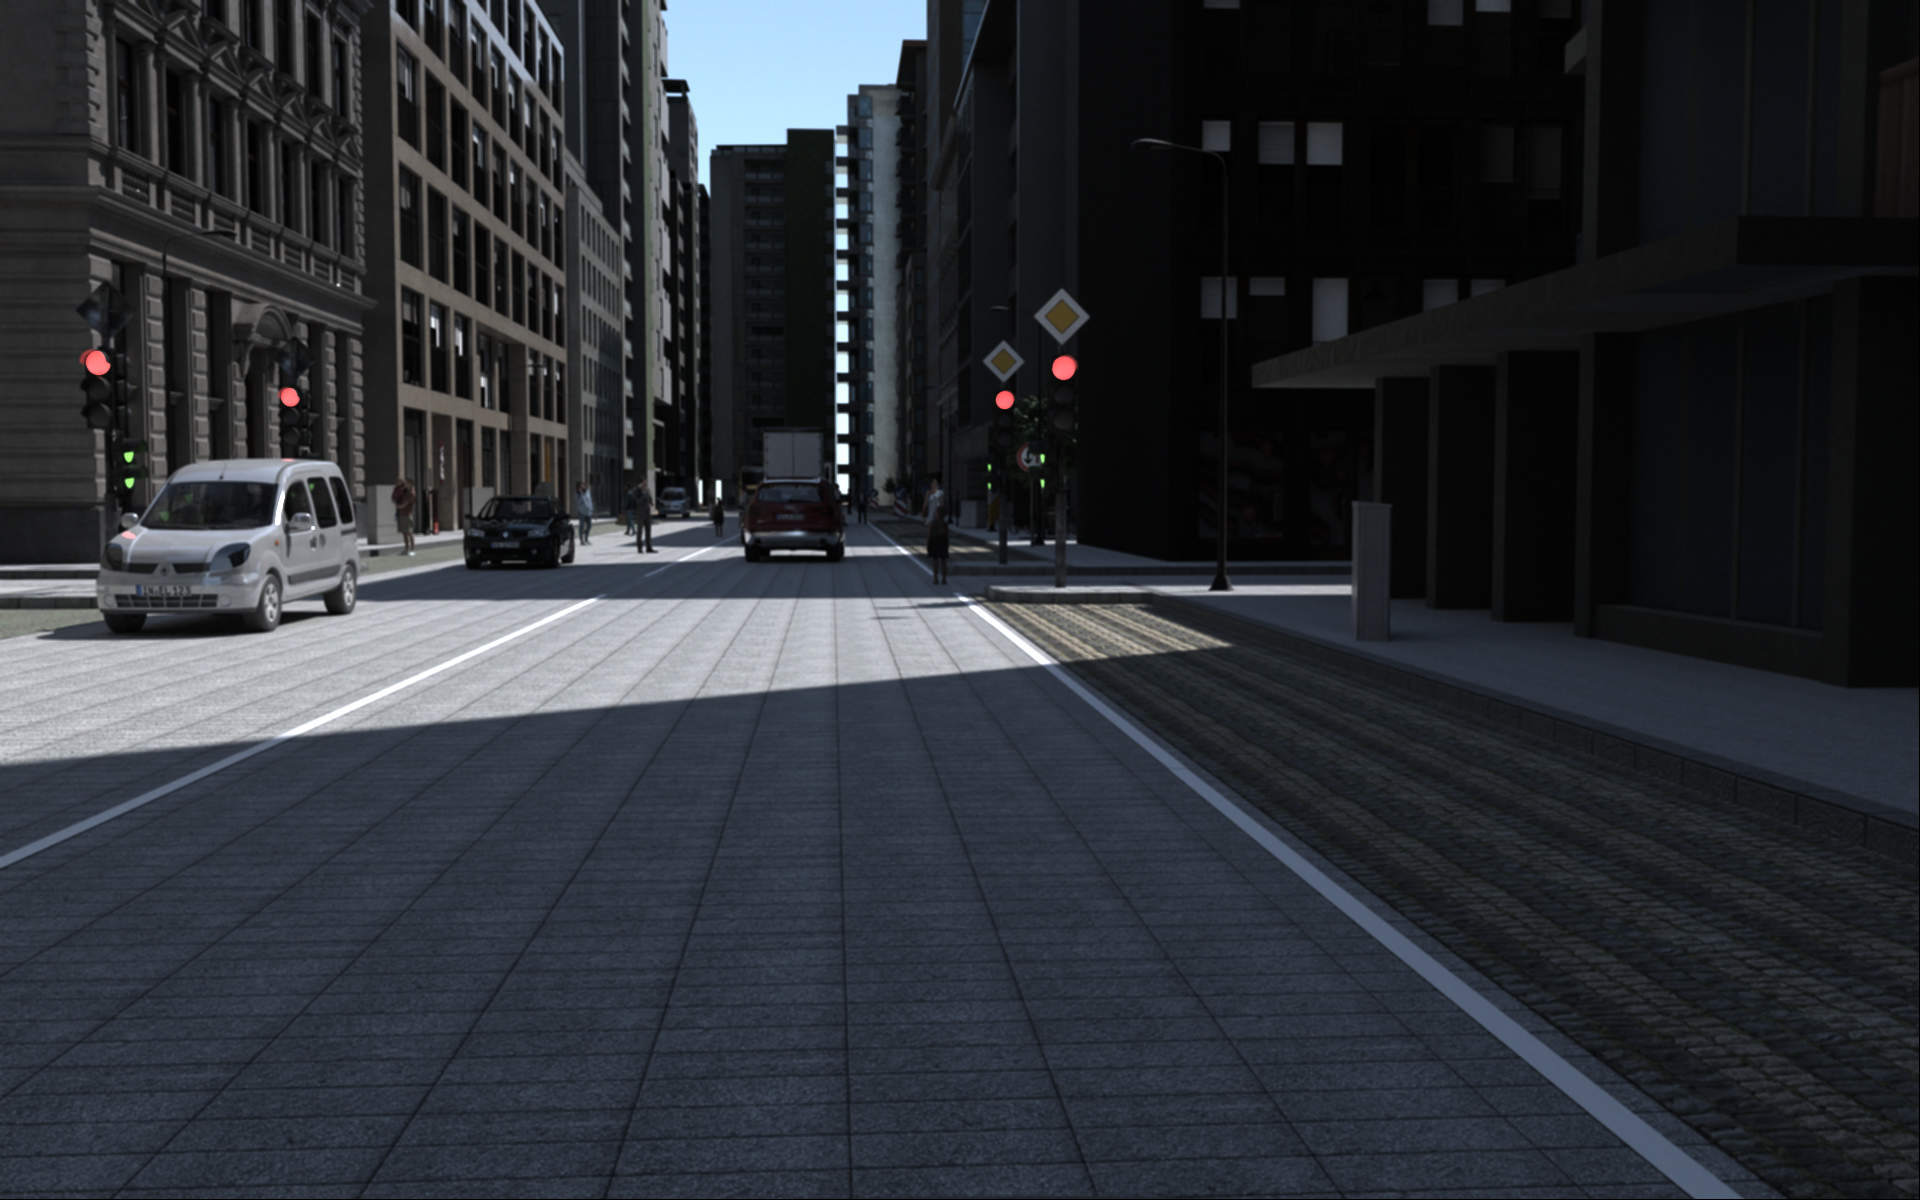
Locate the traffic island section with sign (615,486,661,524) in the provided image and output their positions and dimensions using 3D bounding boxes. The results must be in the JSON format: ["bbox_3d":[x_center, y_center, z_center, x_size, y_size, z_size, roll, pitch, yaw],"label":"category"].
[{"bbox_3d":[-15.290,-4.507,82.315,1.989,1.847,2.006,0,4,-4],"label":"traffic island section with sign"}]

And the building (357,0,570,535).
[{"bbox_3d":[-27.717,-16.095,67.672,19.350,26.468,34.151,0,4,-4],"label":"building"}]

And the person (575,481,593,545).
[{"bbox_3d":[-10.506,-2.424,48.394,0.793,1.790,0.793,0,4,3],"label":"person"}]

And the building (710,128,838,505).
[{"bbox_3d":[-21.060,-31.387,196.767,14.086,41.232,14.154,0,4,-4],"label":"building"}]

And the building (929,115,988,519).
[{"bbox_3d":[4.347,-16.396,96.953,11.050,23.489,19.941,0,4,-4],"label":"building"}]

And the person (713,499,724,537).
[{"bbox_3d":[-8.063,-2.730,57.813,0.362,1.253,0.373,0,4,-2],"label":"person"}]

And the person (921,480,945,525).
[{"bbox_3d":[-0.704,-2.252,45.412,0.616,1.811,0.778,1,4,11],"label":"person"}]

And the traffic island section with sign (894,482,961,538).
[{"bbox_3d":[-1.029,-2.932,56.564,1.989,1.847,2.006,0,4,-4],"label":"traffic island section with sign"}]

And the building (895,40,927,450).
[{"bbox_3d":[4.996,-31.381,167.697,22.147,44.769,28.867,0,4,-4],"label":"building"}]

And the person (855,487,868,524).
[{"bbox_3d":[-4.712,-4.551,83.302,0.661,1.777,0.834,-1,4,-19],"label":"person"}]

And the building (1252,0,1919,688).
[{"bbox_3d":[15.633,-21.634,8.344,22.147,44.769,28.867,0,4,-4],"label":"building"}]

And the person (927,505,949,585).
[{"bbox_3d":[-0.349,-0.872,27.432,0.362,1.253,0.373,0,4,-8],"label":"person"}]

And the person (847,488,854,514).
[{"bbox_3d":[-7.766,-6.956,122.194,0.705,1.831,1.348,-1,4,-23],"label":"person"}]

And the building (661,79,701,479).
[{"bbox_3d":[-33.275,-29.935,173.035,14.086,41.232,14.154,0,4,-4],"label":"building"}]

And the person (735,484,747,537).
[{"bbox_3d":[-7.278,-2.968,57.601,0.524,1.755,0.480,1,4,9],"label":"person"}]

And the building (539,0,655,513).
[{"bbox_3d":[-27.612,-26.173,111.525,14.154,41.232,14.086,0,4,-4],"label":"building"}]

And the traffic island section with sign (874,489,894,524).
[{"bbox_3d":[-3.017,-4.583,83.552,1.989,1.847,2.006,0,4,-4],"label":"traffic island section with sign"}]

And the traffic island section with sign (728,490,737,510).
[{"bbox_3d":[-21.092,-9.289,160.497,1.989,1.847,2.006,0,4,-4],"label":"traffic island section with sign"}]

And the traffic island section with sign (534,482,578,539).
[{"bbox_3d":[-13.298,-2.861,55.403,1.989,1.847,2.006,0,4,-4],"label":"traffic island section with sign"}]

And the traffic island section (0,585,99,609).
[{"bbox_3d":[-11.204,-0.037,22.880,2.009,0.180,2.903,0,4,-4],"label":"traffic island section"}]

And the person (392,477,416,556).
[{"bbox_3d":[-12.890,-1.942,40.220,0.580,1.828,0.573,0,4,0],"label":"person"}]

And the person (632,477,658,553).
[{"bbox_3d":[-7.607,-2.061,42.007,0.447,1.846,0.655,2,4,35],"label":"person"}]

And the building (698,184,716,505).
[{"bbox_3d":[-40.833,-31.346,204.383,23.993,40.220,32.217,0,4,-4],"label":"building"}]

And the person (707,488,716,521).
[{"bbox_3d":[-13.139,-5.066,91.877,0.362,1.759,0.519,3,4,36],"label":"person"}]

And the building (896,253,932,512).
[{"bbox_3d":[9.212,-18.022,139.693,27.650,21.520,28.899,0,4,-4],"label":"building"}]

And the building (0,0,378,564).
[{"bbox_3d":[-21.316,-12.919,40.096,11.050,23.489,19.941,0,4,-4],"label":"building"}]

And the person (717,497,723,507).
[{"bbox_3d":[-14.644,-5.655,105.644,0.352,1.250,0.332,-2,4,-27],"label":"person"}]

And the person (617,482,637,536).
[{"bbox_3d":[-11.277,-3.083,58.896,0.713,1.824,0.794,2,4,27],"label":"person"}]

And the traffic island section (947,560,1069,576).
[{"bbox_3d":[0.813,-0.580,31.770,2.009,0.180,2.903,0,4,-4],"label":"traffic island section"}]

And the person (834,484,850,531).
[{"bbox_3d":[-4.645,-3.592,67.075,0.795,1.843,0.661,0,4,6],"label":"person"}]

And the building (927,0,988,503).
[{"bbox_3d":[5.053,-28.539,116.719,14.600,45.320,14.200,0,4,-4],"label":"building"}]

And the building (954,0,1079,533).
[{"bbox_3d":[7.882,-15.440,71.516,14.314,24.678,30.058,0,4,-4],"label":"building"}]

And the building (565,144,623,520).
[{"bbox_3d":[-24.611,-14.621,93.800,10.420,20.320,16.860,0,4,-4],"label":"building"}]

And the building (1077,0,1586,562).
[{"bbox_3d":[11.369,-12.787,38.742,15.834,23.373,12.332,0,4,-4],"label":"building"}]

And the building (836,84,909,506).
[{"bbox_3d":[0.801,-35.674,202.881,30.456,49.044,23.786,0,4,-4],"label":"building"}]

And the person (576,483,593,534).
[{"bbox_3d":[-13.493,-3.267,61.940,0.581,1.822,0.654,1,4,21],"label":"person"}]

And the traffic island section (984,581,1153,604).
[{"bbox_3d":[1.403,-0.093,23.807,2.009,0.180,2.903,0,4,-4],"label":"traffic island section"}]

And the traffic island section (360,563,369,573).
[{"bbox_3d":[-11.795,-0.524,30.843,2.009,0.180,2.903,0,4,-4],"label":"traffic island section"}]

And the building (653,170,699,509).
[{"bbox_3d":[-30.859,-23.353,153.515,14.160,30.474,14.107,0,4,-4],"label":"building"}]

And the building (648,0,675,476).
[{"bbox_3d":[-36.562,-33.155,131.320,28.713,52.752,27.495,0,4,-4],"label":"building"}]

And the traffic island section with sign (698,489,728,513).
[{"bbox_3d":[-19.046,-7.604,132.955,1.989,1.847,2.006,0,4,-4],"label":"traffic island section with sign"}]
